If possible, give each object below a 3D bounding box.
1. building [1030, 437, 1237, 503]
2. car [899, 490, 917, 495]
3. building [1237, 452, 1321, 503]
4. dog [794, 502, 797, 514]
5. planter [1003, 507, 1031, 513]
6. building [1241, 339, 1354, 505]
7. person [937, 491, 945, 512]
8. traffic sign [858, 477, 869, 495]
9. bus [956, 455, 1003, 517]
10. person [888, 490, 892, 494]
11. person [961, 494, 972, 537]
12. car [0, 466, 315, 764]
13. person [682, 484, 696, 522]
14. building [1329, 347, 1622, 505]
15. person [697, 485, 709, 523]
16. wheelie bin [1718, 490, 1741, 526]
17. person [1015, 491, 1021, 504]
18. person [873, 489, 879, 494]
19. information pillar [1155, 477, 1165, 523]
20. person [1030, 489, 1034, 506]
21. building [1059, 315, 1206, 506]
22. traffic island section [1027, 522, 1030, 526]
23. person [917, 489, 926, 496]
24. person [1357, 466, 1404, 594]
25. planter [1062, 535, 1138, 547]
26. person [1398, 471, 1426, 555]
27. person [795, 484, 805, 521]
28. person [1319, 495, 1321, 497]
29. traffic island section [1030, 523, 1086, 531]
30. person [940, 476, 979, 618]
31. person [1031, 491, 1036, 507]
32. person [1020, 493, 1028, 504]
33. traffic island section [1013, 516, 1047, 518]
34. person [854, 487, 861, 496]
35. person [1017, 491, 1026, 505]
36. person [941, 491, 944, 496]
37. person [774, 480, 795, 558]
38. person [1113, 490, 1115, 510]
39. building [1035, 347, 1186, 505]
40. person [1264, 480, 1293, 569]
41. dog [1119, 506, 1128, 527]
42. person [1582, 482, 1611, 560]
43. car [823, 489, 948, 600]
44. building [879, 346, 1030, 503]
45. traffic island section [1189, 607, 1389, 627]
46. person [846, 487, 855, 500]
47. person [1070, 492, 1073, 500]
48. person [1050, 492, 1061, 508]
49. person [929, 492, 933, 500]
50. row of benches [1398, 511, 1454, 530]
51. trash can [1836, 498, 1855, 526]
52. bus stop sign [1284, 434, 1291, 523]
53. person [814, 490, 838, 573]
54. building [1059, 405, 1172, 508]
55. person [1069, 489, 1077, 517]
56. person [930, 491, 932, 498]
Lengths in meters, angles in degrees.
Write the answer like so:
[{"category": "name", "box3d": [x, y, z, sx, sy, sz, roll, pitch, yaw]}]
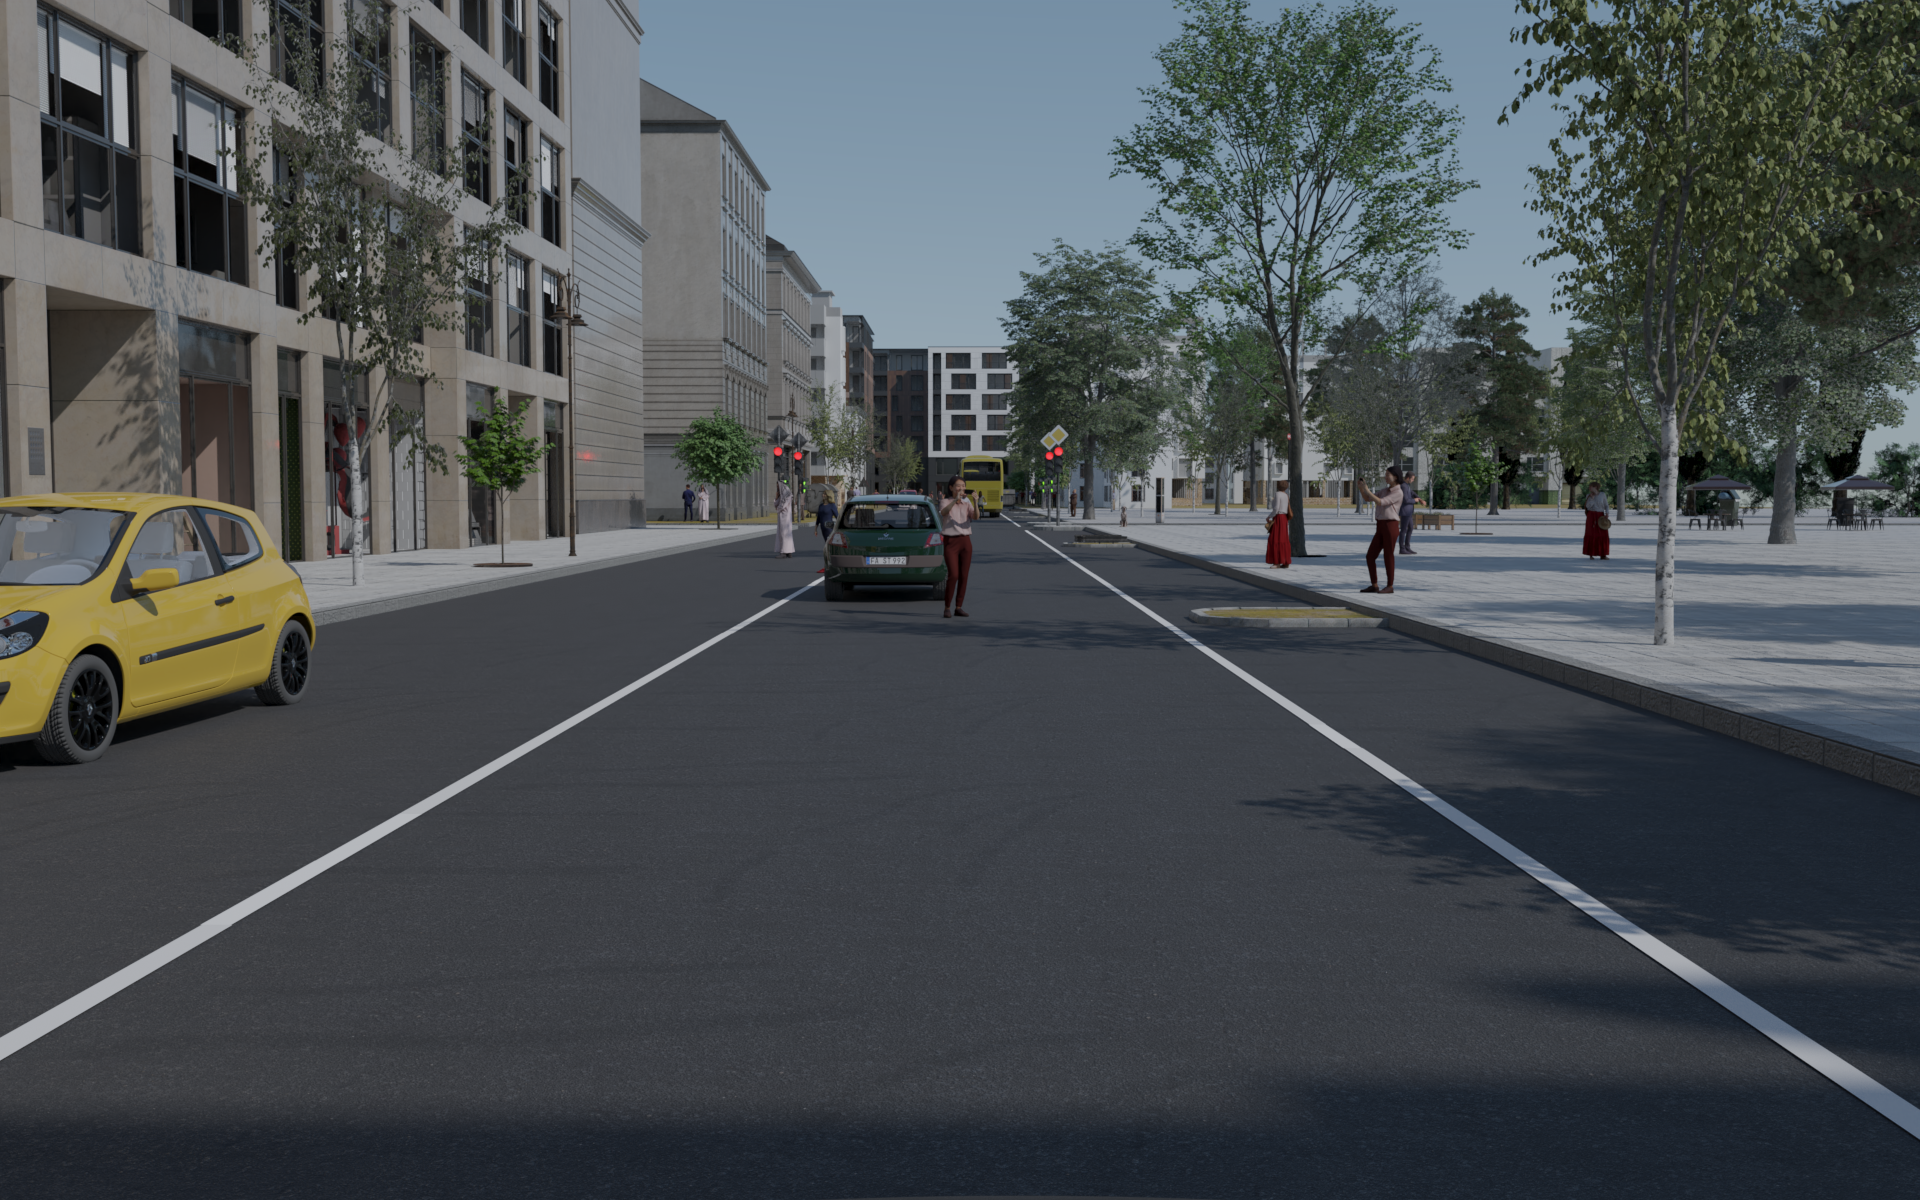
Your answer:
[{"category": "building", "box3d": [23.797, -18.451, 243.826, 28.070, 9.664, 9.099, 0, 4, 0]}, {"category": "car", "box3d": [-4.730, -9.126, 157.883, 2.281, 1.827, 5.304, 0, 4, 1]}, {"category": "building", "box3d": [51.867, -18.443, 243.687, 28.070, 9.664, 9.099, 0, 4, 0]}, {"category": "dog", "box3d": [-10.505, -5.787, 109.000, 0.513, 0.831, 0.800, 3, 5, 44]}, {"category": "planter", "box3d": [4.334, -6.698, 130.659, 1.991, 0.319, 1.994, 0, 4, 0]}, {"category": "building", "box3d": [42.231, -22.058, 217.072, 11.380, 20.091, 16.016, 0, 4, 0]}, {"category": "person", "box3d": [-1.301, -6.574, 117.455, 0.593, 1.643, 0.415, -3, 5, -44]}, {"category": "traffic sign", "box3d": [-7.280, -7.996, 130.732, 0.884, 2.594, 0.081, 1, 4, 10]}, {"category": "bus", "box3d": [1.227, -7.170, 108.770, 2.896, 3.916, 12.252, 0, 4, -1]}, {"category": "person", "box3d": [-8.030, -11.805, 199.190, 1.348, 1.807, 0.705, 3, 5, 42]}, {"category": "person", "box3d": [0.153, -2.857, 57.425, 0.614, 1.554, 0.590, -2, 4, -26]}, {"category": "car", "box3d": [-5.419, -0.013, 10.440, 2.015, 1.641, 3.980, 0, 4, 2]}, {"category": "person", "box3d": [-12.582, -4.493, 80.208, 0.576, 1.737, 0.504, -2, 4, -27]}, {"category": "building", "box3d": [63.846, -21.452, 217.204, 31.486, 18.905, 16.747, 0, 4, 0]}, {"category": "person", "box3d": [-11.555, -4.351, 77.858, 0.551, 1.740, 0.621, -2, 4, -25]}, {"category": "wheelie bin", "box3d": [30.864, -3.769, 69.523, 0.693, 1.594, 0.980, 3, 5, 42]}, {"category": "person", "box3d": [7.330, -13.325, 223.897, 1.348, 1.826, 0.705, 3, 4, 36]}, {"category": "person", "box3d": [-7.558, -9.102, 155.535, 1.217, 1.739, 0.721, 0, 4, 0]}, {"category": "information pillar", "box3d": [8.861, -4.418, 76.720, 0.304, 2.012, 0.304, 2, 4, 32]}, {"category": "person", "box3d": [7.750, -10.947, 184.888, 0.709, 1.838, 0.599, -3, 5, -40]}, {"category": "building", "box3d": [17.998, -20.325, 188.732, 16.016, 20.091, 11.380, 0, 4, 0]}, {"category": "traffic island section", "box3d": [4.007, -3.378, 77.518, 2.009, 0.180, 2.903, 0, 4, 0]}, {"category": "person", "box3d": [-2.350, -5.866, 105.095, 0.600, 1.739, 0.565, -1, 4, -21]}, {"category": "person", "box3d": [5.400, -0.904, 22.291, 0.566, 1.644, 0.517, 2, 4, 27]}, {"category": "planter", "box3d": [3.814, -1.612, 47.494, 1.991, 0.319, 1.994, 0, 4, 0]}, {"category": "person", "box3d": [9.571, -1.847, 36.689, 0.568, 1.767, 0.683, 1, 4, 19]}, {"category": "person", "box3d": [-7.781, -4.729, 83.914, 0.434, 1.755, 0.990, 2, 4, 24]}, {"category": "person", "box3d": [48.286, -13.469, 231.958, 0.421, 1.427, 0.697, -2, 4, -24]}, {"category": "traffic island section", "box3d": [3.957, -2.890, 69.533, 2.009, 0.180, 2.903, 0, 4, 0]}, {"category": "person", "box3d": [0.004, -0.625, 20.173, 0.517, 1.644, 0.566, 1, 4, 16]}, {"category": "person", "box3d": [7.530, -10.369, 177.039, 0.593, 1.643, 0.415, -2, 4, -35]}, {"category": "person", "box3d": [8.304, -13.476, 226.894, 1.217, 1.766, 0.721, 2, 4, 26]}, {"category": "traffic island section", "box3d": [4.156, -4.896, 102.908, 1.991, 0.108, 1.994, 0, 4, 0]}, {"category": "person", "box3d": [-7.763, -7.592, 130.033, 0.709, 1.838, 0.599, -1, 4, -11]}, {"category": "person", "box3d": [7.584, -12.586, 211.788, 1.348, 1.831, 0.705, 1, 4, 11]}, {"category": "person", "box3d": [-2.362, -12.383, 210.901, 1.348, 1.831, 0.705, 3, 5, 44]}, {"category": "person", "box3d": [-3.967, -1.810, 38.758, 0.621, 1.740, 0.551, -3, 5, -40]}, {"category": "person", "box3d": [12.248, -7.978, 138.553, 0.319, 1.574, 0.516, 2, 4, 31]}, {"category": "building", "box3d": [18.013, -21.022, 210.162, 16.747, 18.905, 31.486, 0, 4, 0]}, {"category": "person", "box3d": [5.500, -1.303, 29.820, 0.387, 1.526, 0.523, 3, 5, 43]}, {"category": "dog", "box3d": [6.467, -3.238, 67.323, 0.800, 0.831, 0.513, -3, 5, -43]}, {"category": "person", "box3d": [12.437, -1.547, 33.808, 0.523, 1.526, 0.387, 1, 4, 20]}, {"category": "car", "box3d": [-0.971, -0.913, 24.711, 2.009, 1.686, 4.222, 0, 3, 0]}, {"category": "building", "box3d": [-6.498, -25.045, 253.453, 32.646, 21.610, 27.936, 0, 4, 0]}, {"category": "traffic island section", "box3d": [3.636, 0.197, 19.638, 1.991, 0.108, 1.994, 0, 4, 0]}, {"category": "person", "box3d": [-7.163, -6.524, 113.396, 0.565, 1.739, 0.600, 0, 4, 5]}, {"category": "person", "box3d": [9.084, -8.007, 139.428, 0.387, 1.526, 0.523, 2, 4, 25]}, {"category": "person", "box3d": [8.908, -9.629, 163.436, 1.348, 1.831, 0.705, 1, 4, 19]}, {"category": "person", "box3d": [-3.213, -11.115, 191.707, 0.593, 1.643, 0.415, 2, 4, 35]}, {"category": "row of benches", "box3d": [16.579, -2.926, 63.298, 1.422, 0.672, 4.104, -1, 4, -19]}, {"category": "trash can", "box3d": [35.527, -3.537, 69.490, 0.748, 1.137, 0.748, 0, 3, 0]}, {"category": "bus stop sign", "box3d": [14.715, -5.386, 76.765, 0.855, 3.939, 0.416, -3, 4, -37]}, {"category": "person", "box3d": [-2.368, -1.258, 31.603, 0.480, 1.512, 0.613, 2, 4, 25]}, {"category": "building", "box3d": [14.643, -13.852, 168.630, 9.099, 9.664, 28.070, 0, 4, 0]}, {"category": "person", "box3d": [6.360, -5.420, 96.932, 0.388, 1.546, 0.482, -3, 5, -42]}, {"category": "person", "box3d": [-3.694, -13.303, 225.937, 0.705, 1.831, 1.348, 0, 4, 6]}]
